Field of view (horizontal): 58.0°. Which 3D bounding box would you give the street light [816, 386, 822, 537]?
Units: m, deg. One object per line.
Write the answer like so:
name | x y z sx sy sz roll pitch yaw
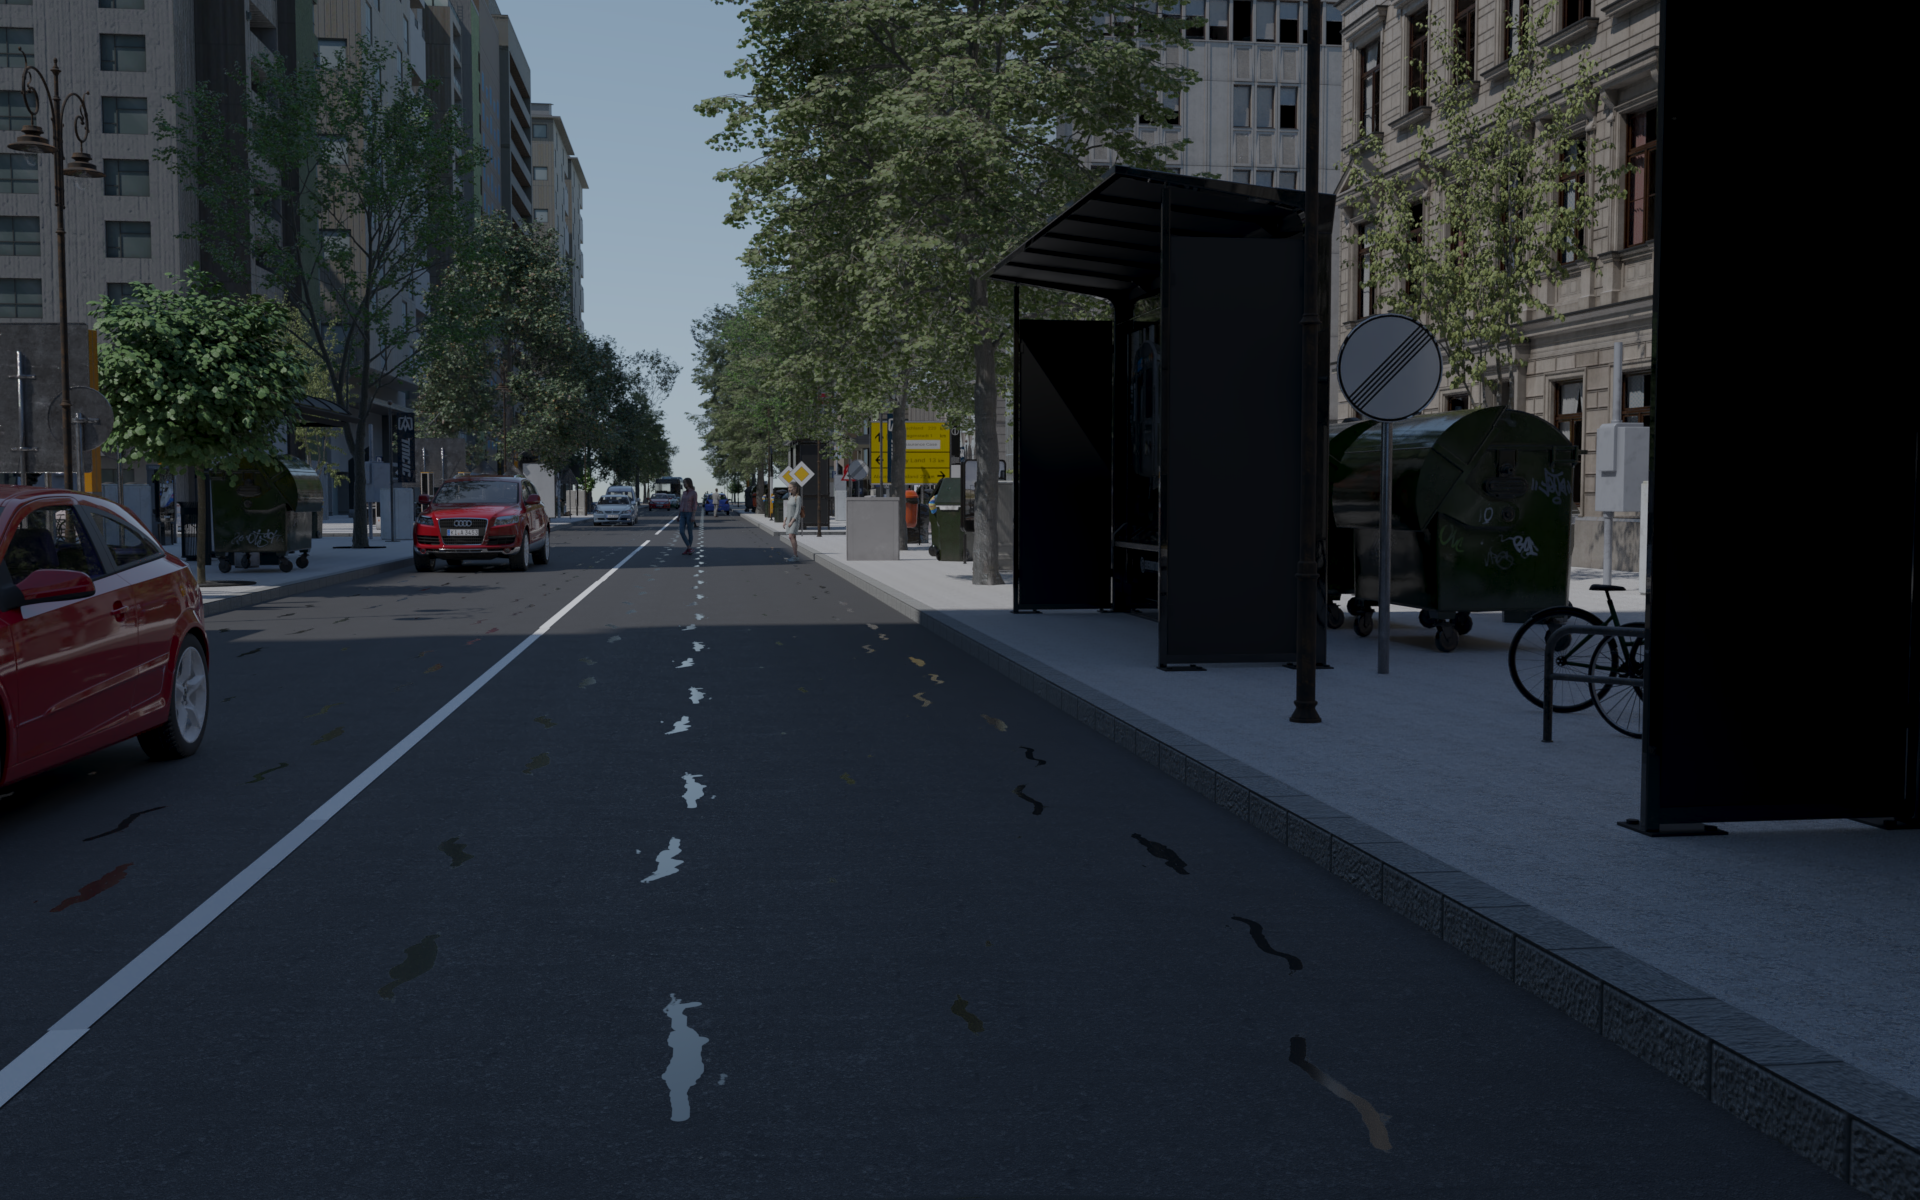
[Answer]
street light | -4.206 -4.821 51.615 0.468 5.910 1.993 -1 4 -8

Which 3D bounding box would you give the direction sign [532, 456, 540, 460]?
direction sign | -19.885 -5.512 82.116 0.379 3.537 0.876 3 5 43

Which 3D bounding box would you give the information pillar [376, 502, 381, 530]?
information pillar | -20.711 -3.519 62.028 0.304 2.012 0.304 2 4 30

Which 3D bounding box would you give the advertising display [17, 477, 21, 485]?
advertising display | -25.125 -2.549 46.885 0.974 1.923 0.123 1 4 21

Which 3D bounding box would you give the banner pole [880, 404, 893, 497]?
banner pole | -1.921 -3.507 47.358 0.863 3.779 0.401 0 4 4

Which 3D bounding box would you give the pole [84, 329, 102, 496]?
pole | -10.829 -1.697 21.595 0.158 3.312 0.155 0 3 0

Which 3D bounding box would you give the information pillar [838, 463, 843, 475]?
information pillar | -8.567 -8.052 123.005 0.504 3.616 0.183 -1 4 -9

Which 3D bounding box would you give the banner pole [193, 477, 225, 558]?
banner pole | -14.914 -2.718 34.458 0.401 3.779 0.863 2 4 25

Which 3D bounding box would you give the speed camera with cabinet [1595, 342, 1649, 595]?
speed camera with cabinet | 8.882 -1.692 22.008 0.660 3.252 2.038 -1 4 -10

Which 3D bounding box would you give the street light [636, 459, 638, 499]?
street light | -33.004 -12.472 176.712 0.468 5.910 1.993 -1 4 -8

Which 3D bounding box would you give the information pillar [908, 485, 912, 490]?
information pillar | -3.373 -7.024 119.336 0.304 2.012 0.304 3 5 41

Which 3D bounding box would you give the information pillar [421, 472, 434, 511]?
information pillar | -17.991 -3.306 58.539 0.304 2.012 0.304 1 4 16

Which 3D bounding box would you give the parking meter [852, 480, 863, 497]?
parking meter | -3.954 -3.743 66.909 0.399 1.863 0.255 -2 4 -34

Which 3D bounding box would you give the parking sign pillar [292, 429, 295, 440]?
parking sign pillar | -23.063 -4.268 58.257 1.447 3.967 1.447 3 5 42

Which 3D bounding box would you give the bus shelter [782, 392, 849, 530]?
bus shelter | -5.564 -5.378 65.561 2.179 5.291 8.768 -1 4 -8

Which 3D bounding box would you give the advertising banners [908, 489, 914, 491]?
advertising banners | -1.445 -3.264 49.553 0.090 3.025 2.074 -1 4 -8

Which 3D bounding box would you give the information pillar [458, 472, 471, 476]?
information pillar | -16.706 -3.302 58.475 0.304 2.012 0.304 3 4 36

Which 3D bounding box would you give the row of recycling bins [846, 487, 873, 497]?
row of recycling bins | -5.631 -6.112 107.036 3.534 1.692 1.069 1 4 17

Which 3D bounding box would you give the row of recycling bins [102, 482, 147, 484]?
row of recycling bins | -28.950 -3.218 59.730 1.069 1.692 3.534 2 4 24

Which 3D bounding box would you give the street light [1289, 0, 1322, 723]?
street light | 1.949 -2.251 9.592 0.468 5.910 1.993 -1 4 -8

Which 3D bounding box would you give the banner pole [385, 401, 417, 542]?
banner pole | -15.036 -3.457 46.532 0.863 3.779 0.401 -2 4 -24

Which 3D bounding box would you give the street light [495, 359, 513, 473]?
street light | -15.616 -5.300 59.451 0.468 5.910 1.993 -1 4 -8

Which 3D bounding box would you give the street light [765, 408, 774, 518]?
street light | -10.210 -7.329 92.612 0.468 5.910 1.993 -1 4 -8

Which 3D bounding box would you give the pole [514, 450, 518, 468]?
pole | -20.632 -5.304 80.566 0.158 3.312 0.155 0 3 0

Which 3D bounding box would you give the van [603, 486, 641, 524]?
van | -16.744 -4.792 85.363 2.013 2.044 4.112 -1 4 -10

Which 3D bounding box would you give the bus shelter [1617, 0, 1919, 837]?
bus shelter | 3.502 -0.749 3.537 1.731 3.624 6.357 -1 4 -8

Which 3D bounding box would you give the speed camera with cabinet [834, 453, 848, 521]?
speed camera with cabinet | -5.726 -5.441 83.297 0.660 3.252 2.038 0 4 -4

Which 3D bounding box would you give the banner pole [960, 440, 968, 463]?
banner pole | 0.167 -5.544 80.657 0.401 3.779 0.863 -2 4 -33

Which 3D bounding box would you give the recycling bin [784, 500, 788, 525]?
recycling bin | -6.786 -3.599 71.397 0.722 1.027 0.722 2 4 31

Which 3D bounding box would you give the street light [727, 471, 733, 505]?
street light | -27.586 -14.486 209.630 0.468 5.910 1.993 -1 4 -8

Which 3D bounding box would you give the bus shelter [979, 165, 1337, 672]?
bus shelter | 1.507 -1.488 15.605 1.731 3.624 6.357 -1 4 -8

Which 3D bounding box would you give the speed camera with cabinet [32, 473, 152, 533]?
speed camera with cabinet | -14.414 -2.097 28.624 0.660 3.252 2.038 2 4 24

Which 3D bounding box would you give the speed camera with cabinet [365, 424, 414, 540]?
speed camera with cabinet | -16.076 -3.326 48.710 0.660 3.252 2.038 -3 5 -42

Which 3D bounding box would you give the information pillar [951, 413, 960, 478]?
information pillar | -0.211 -3.557 49.516 0.504 3.616 0.183 0 4 2

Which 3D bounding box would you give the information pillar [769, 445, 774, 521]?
information pillar | -9.072 -5.624 83.303 0.183 3.616 0.504 -1 4 -11

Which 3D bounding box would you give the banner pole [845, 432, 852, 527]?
banner pole | -4.312 -4.783 68.219 0.401 3.779 0.863 0 4 4

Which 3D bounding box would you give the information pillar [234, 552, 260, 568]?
information pillar | -12.388 -1.562 30.038 0.304 2.012 0.304 1 4 11

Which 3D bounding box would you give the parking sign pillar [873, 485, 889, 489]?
parking sign pillar | -3.864 -6.233 90.388 1.447 3.967 1.447 -1 4 -12

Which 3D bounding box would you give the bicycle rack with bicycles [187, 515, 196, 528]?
bicycle rack with bicycles | -29.987 -3.165 65.123 2.925 0.926 2.852 -2 4 -34

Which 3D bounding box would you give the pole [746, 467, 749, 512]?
pole | -15.303 -8.012 124.844 0.158 3.312 0.155 0 3 0

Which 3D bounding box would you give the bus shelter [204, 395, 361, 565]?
bus shelter | -13.185 -2.427 33.600 2.014 3.302 5.546 -1 4 -8

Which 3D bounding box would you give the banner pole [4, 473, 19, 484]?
banner pole | -16.721 -2.486 30.666 0.863 3.779 0.401 1 4 21

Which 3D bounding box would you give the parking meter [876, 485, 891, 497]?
parking meter | -2.793 -3.239 61.362 0.372 1.533 0.369 0 3 0

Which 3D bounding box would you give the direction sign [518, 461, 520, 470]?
direction sign | -24.788 -6.428 97.103 0.379 3.537 0.876 1 4 12

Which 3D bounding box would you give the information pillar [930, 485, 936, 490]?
information pillar | -1.289 -4.982 85.939 0.304 2.012 0.304 2 4 35

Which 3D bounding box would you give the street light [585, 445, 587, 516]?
street light | -21.913 -7.860 101.302 0.468 5.910 1.993 -1 4 -8

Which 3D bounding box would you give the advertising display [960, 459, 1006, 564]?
advertising display | 0.434 -1.639 32.007 0.974 1.923 0.123 -3 4 -36

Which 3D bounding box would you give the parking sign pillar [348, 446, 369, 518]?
parking sign pillar | -32.494 -6.458 94.063 1.447 3.967 1.447 0 4 1

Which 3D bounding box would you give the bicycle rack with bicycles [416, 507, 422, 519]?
bicycle rack with bicycles | -26.271 -4.553 87.829 2.852 0.926 2.925 0 4 -2

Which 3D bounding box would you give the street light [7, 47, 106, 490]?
street light | -9.581 -2.797 18.524 0.468 5.910 1.993 -1 4 -8

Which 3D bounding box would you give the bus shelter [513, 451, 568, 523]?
bus shelter | -18.954 -5.182 78.645 2.014 3.302 5.546 -1 4 -9

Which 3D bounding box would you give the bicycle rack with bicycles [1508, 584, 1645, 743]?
bicycle rack with bicycles | 4.258 0.257 9.188 2.925 0.926 2.852 3 5 44

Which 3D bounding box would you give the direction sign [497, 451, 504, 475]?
direction sign | -23.326 -5.898 88.434 0.876 3.537 0.379 3 4 38
